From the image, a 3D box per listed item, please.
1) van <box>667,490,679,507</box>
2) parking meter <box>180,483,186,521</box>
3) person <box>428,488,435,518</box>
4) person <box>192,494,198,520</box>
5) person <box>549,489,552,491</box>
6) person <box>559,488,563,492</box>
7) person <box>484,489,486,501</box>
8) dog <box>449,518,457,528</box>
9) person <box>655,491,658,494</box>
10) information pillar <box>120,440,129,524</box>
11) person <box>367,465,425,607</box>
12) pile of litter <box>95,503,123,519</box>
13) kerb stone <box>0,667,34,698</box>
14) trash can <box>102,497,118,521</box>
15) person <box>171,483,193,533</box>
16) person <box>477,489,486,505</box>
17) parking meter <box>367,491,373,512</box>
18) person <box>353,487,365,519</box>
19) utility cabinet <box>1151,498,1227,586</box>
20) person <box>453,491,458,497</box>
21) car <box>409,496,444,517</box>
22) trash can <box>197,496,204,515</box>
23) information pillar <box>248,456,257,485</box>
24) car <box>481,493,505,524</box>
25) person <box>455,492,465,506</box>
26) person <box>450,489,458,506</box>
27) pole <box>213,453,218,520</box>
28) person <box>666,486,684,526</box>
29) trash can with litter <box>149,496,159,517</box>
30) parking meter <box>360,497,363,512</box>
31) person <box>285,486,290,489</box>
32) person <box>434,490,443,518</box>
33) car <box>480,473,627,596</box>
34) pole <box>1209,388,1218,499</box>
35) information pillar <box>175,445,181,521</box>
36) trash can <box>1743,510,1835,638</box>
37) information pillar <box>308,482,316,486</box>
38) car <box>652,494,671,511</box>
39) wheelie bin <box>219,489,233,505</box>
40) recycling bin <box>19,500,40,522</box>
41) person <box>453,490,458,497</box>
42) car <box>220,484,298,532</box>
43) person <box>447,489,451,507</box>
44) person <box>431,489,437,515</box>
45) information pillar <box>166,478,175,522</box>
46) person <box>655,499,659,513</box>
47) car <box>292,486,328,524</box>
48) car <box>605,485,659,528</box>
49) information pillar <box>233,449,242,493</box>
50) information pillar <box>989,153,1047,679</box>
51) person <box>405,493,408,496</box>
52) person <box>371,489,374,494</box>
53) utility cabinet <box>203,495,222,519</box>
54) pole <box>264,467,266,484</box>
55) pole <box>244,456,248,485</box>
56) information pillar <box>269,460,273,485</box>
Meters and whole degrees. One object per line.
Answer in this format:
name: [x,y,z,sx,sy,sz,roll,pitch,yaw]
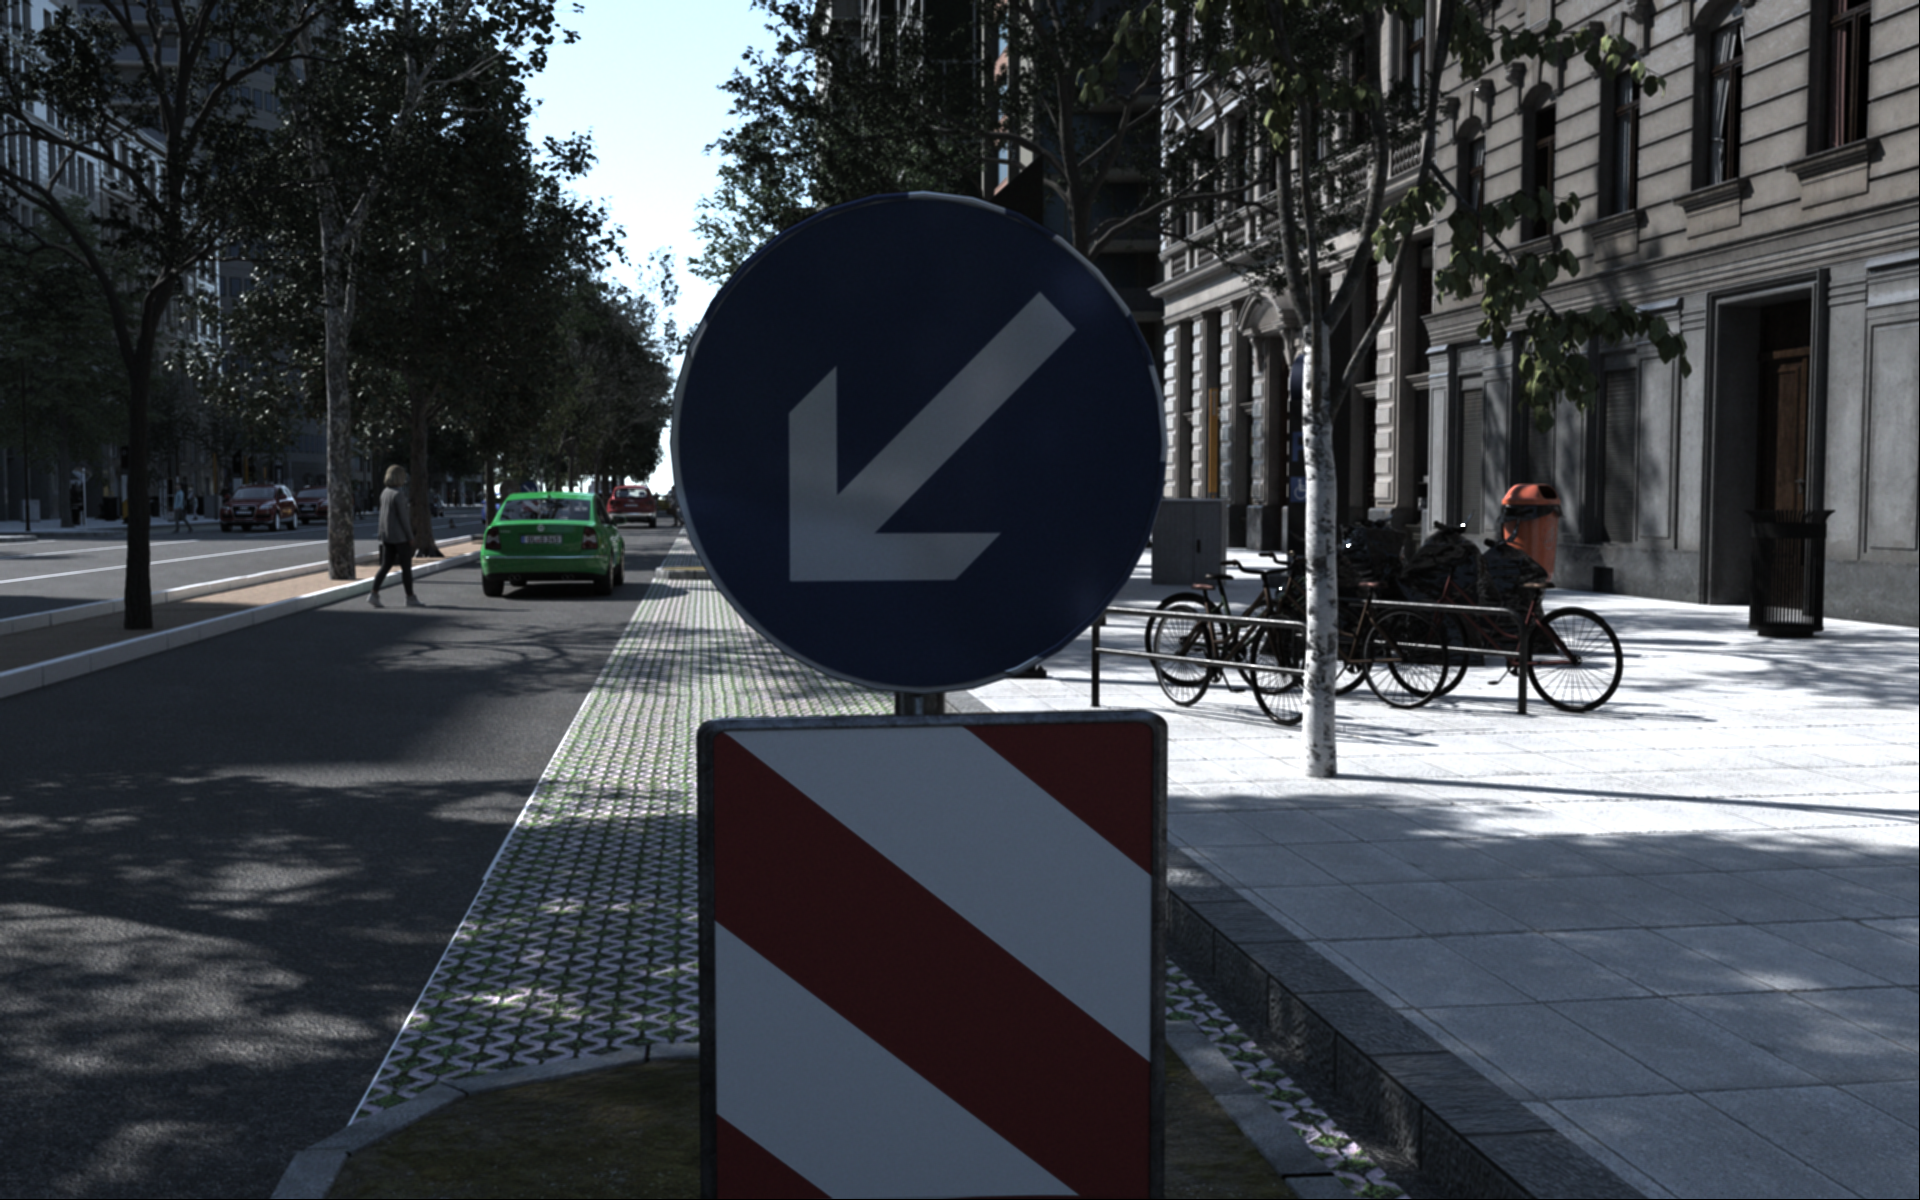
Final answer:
van: [-27.162,-9.671,165.131,2.013,2.044,4.112,0,4,-8]
parking meter: [-37.520,-4.753,83.416,0.399,1.863,0.255,-1,4,-9]
person: [-32.185,-5.904,105.212,0.537,1.800,0.526,-1,4,-21]
person: [-37.672,-4.582,85.235,0.425,1.301,0.394,2,4,35]
person: [-31.833,-7.734,134.968,0.555,1.821,0.388,2,4,35]
person: [-24.948,-6.088,108.046,0.388,1.821,0.555,-2,4,-27]
person: [-54.950,-11.901,200.643,0.705,1.821,1.348,-1,4,-11]
dog: [-21.384,-3.240,73.167,0.550,0.427,0.748,2,4,30]
person: [-34.655,-11.574,197.866,1.348,1.807,0.705,-2,4,-32]
information pillar: [-35.841,-5.089,74.551,0.504,3.616,0.183,-1,4,-12]
person: [-7.234,-0.817,22.047,0.728,1.800,0.709,-3,5,-44]
pile of litter: [-43.338,-4.529,88.013,1.719,0.858,1.176,2,4,24]
kerb stone: [-6.834,0.598,12.418,0.120,0.150,1.000,-1,4,-8]
trash can: [-40.635,-4.353,82.828,0.748,1.137,0.748,0,3,0]
person: [-28.429,-3.356,63.230,0.748,1.841,0.638,-1,4,-18]
person: [-54.942,-11.810,199.218,1.350,1.814,0.705,0,4,6]
parking meter: [-42.503,-7.120,124.818,0.372,1.533,0.369,0,3,0]
person: [-34.005,-5.457,97.824,0.767,1.812,0.694,-1,4,-18]
utility cabinet: [3.229,-0.813,24.453,1.020,1.237,0.306,2,4,26]
person: [-59.943,-12.166,205.747,0.721,1.735,1.217,-2,4,-34]
car: [-33.760,-5.936,109.635,1.945,1.354,3.894,-1,4,-8]
trash can: [-45.673,-5.669,104.347,0.748,1.137,0.748,0,3,0]
information pillar: [-43.023,-6.943,104.871,0.504,3.616,0.183,0,4,-1]
car: [-22.383,-4.599,84.787,1.945,1.707,3.694,-1,4,-8]
person: [-52.827,-10.770,182.850,1.217,1.735,0.721,1,4,10]
person: [-54.946,-11.159,188.622,0.705,1.807,1.348,3,5,43]
pole: [-36.933,-5.630,85.901,0.158,3.312,0.155,0,3,0]
person: [-12.763,-4.208,77.417,0.853,1.813,0.709,-2,4,-24]
trash can with litter: [-45.359,-5.267,97.497,0.624,1.170,1.055,-2,4,-28]
parking meter: [-43.821,-7.221,126.479,0.372,1.533,0.369,0,3,0]
person: [-33.650,-4.795,86.772,0.514,1.842,0.818,3,4,38]
person: [-31.209,-5.758,103.646,0.512,1.701,0.522,3,5,40]
car: [-5.993,-1.039,25.785,1.959,1.807,4.718,0,4,-7]
pole: [4.903,-2.428,33.540,0.158,3.312,0.155,0,3,0]
information pillar: [-37.076,-5.547,82.056,0.183,3.616,0.504,-2,4,-29]
trash can: [7.462,-0.243,15.623,0.748,1.137,0.748,0,3,0]
information pillar: [-42.170,-6.612,112.605,0.304,2.012,0.304,0,4,5]
car: [-23.116,-7.524,133.241,2.015,1.641,3.980,0,4,-7]
wheelie bin: [-42.047,-5.588,99.273,0.980,1.594,0.693,2,4,26]
recycling bin: [-42.882,-4.116,79.844,0.722,1.027,0.722,-3,4,-38]
person: [-55.301,-11.206,189.990,0.721,1.736,1.217,-2,4,-30]
car: [-27.190,-3.584,67.279,2.281,1.827,5.304,-1,4,-9]
person: [-50.804,-10.162,172.132,0.705,1.831,1.348,-1,4,-15]
person: [-35.297,-6.576,116.408,0.661,1.777,0.834,1,4,19]
information pillar: [-36.518,-4.625,80.119,0.304,2.012,0.304,-2,4,-24]
person: [-22.877,-7.120,129.925,0.505,1.210,0.382,-3,5,-40]
car: [-30.571,-4.512,82.450,2.281,1.827,5.304,-1,4,-10]
car: [-14.045,-4.008,74.212,2.281,1.827,5.304,-1,4,-10]
information pillar: [-37.198,-5.986,89.222,0.504,3.616,0.183,1,4,15]
information pillar: [0.353,-1.264,12.023,0.504,3.616,0.183,0,4,3]
person: [-61.623,-11.373,192.012,0.705,1.822,1.348,2,4,33]
person: [-56.692,-9.783,166.713,0.721,1.735,1.217,-2,4,-32]
utility cabinet: [-39.281,-4.889,91.102,1.020,1.237,0.306,1,4,21]
pole: [-52.341,-8.360,130.527,0.158,3.312,0.155,0,3,0]
pole: [-38.065,-6.027,92.390,0.158,3.312,0.155,0,3,0]
information pillar: [-47.063,-7.766,118.324,0.504,3.616,0.183,3,5,42]
